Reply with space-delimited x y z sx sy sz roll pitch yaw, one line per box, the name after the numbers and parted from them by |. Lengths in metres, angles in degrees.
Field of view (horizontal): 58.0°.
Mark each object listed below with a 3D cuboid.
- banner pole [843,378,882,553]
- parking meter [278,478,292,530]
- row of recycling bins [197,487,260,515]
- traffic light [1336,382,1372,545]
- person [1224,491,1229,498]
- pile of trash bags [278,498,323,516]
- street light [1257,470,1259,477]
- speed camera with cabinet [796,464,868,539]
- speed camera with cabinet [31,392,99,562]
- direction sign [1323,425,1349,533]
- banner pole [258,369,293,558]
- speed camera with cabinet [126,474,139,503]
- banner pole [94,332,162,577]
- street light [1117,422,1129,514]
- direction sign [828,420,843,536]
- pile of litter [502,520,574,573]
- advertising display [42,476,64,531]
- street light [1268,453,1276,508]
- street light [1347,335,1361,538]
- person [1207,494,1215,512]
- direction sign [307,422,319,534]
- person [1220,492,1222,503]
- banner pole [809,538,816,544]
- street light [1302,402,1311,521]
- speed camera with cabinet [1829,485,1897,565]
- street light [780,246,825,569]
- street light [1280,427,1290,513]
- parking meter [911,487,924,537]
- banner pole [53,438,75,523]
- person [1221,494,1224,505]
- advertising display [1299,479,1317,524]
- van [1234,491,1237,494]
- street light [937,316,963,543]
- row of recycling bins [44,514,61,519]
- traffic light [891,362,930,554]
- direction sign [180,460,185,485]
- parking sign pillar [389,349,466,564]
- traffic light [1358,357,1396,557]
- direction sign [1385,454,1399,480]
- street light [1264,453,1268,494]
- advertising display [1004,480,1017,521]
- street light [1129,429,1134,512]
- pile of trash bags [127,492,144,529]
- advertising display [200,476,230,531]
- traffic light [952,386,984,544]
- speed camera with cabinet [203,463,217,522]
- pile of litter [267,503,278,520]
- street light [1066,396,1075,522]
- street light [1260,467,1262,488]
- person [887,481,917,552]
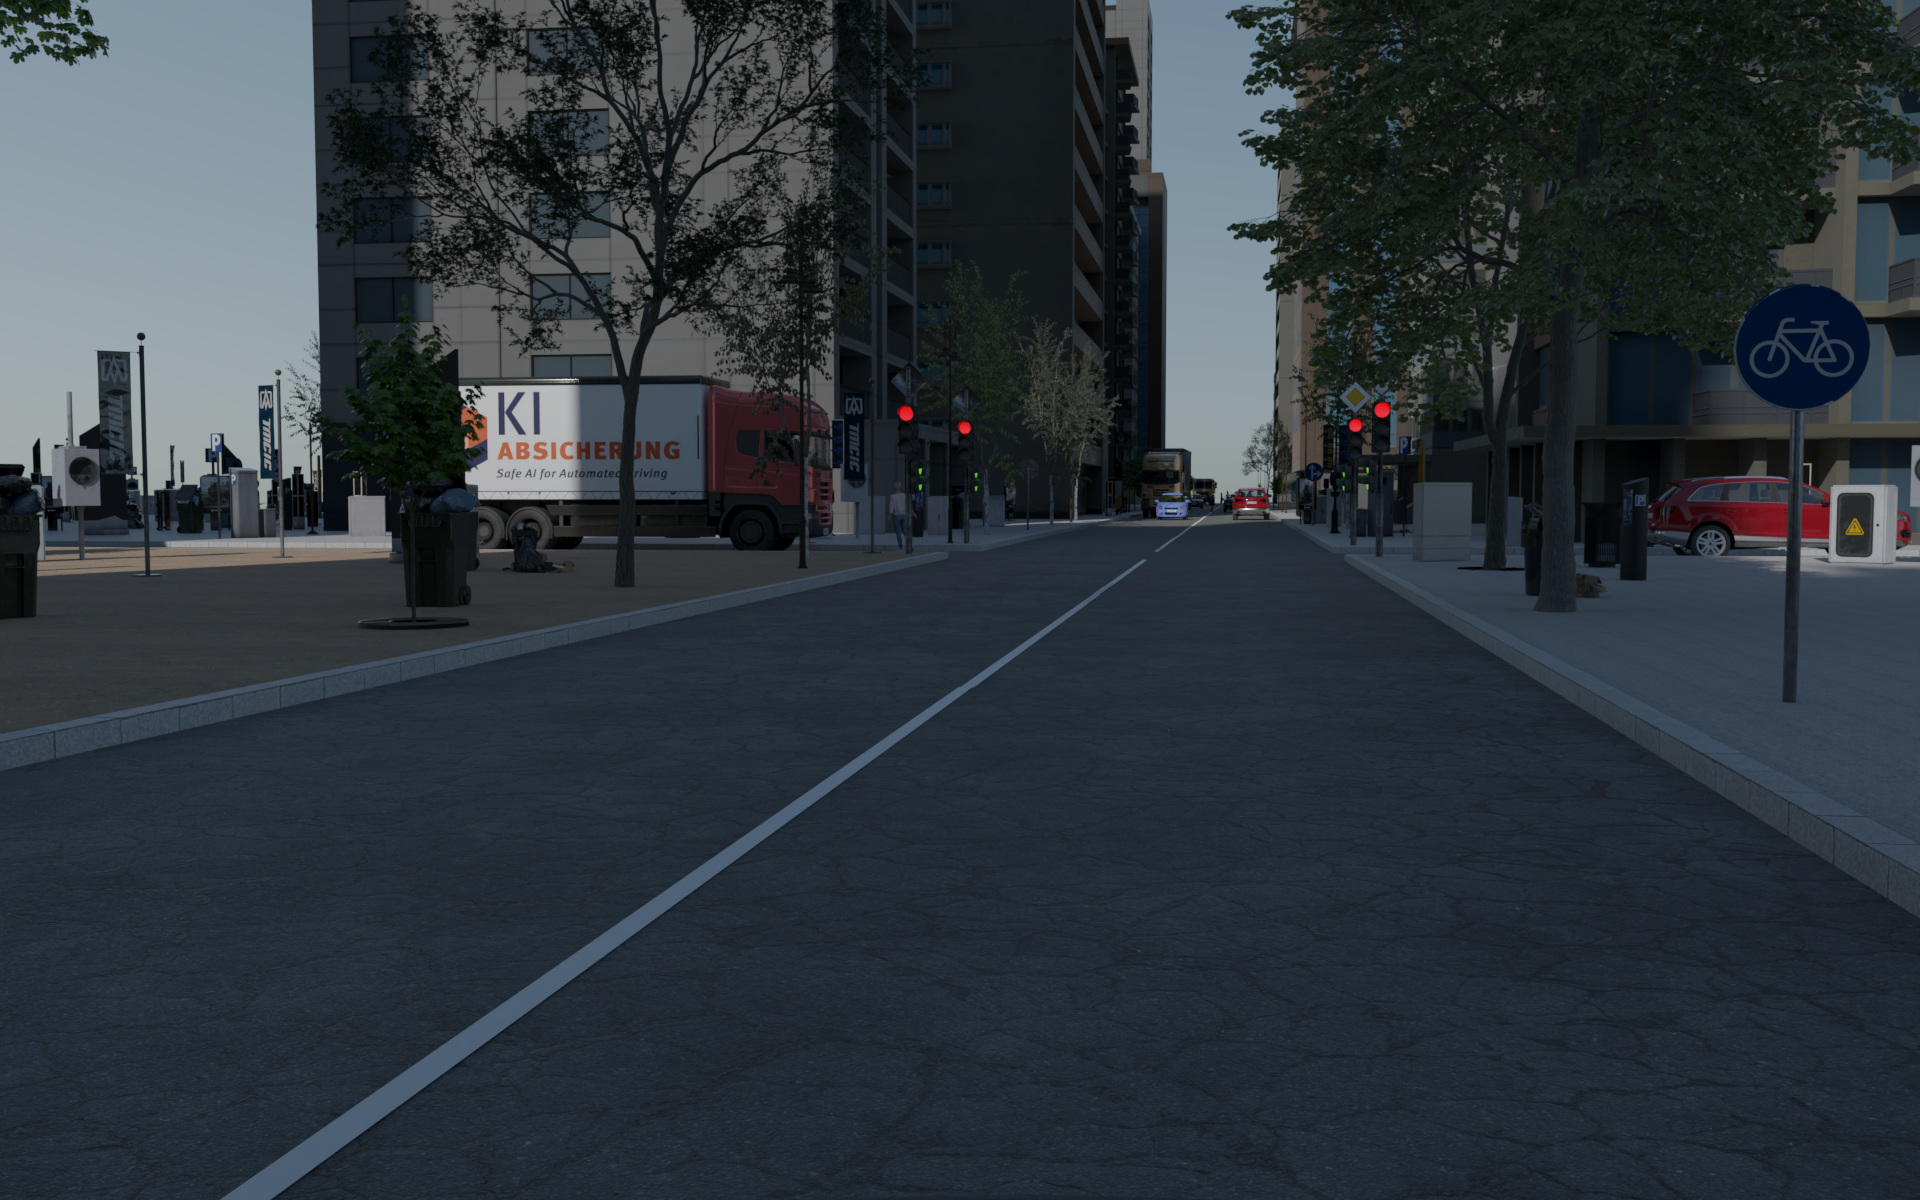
-2.130 -2.905 37.511 0.863 3.779 0.401 1 4 8 | banner pole
-24.028 -3.423 61.674 0.255 1.863 0.399 3 4 38 | parking meter
-41.512 -5.569 98.169 3.534 1.692 1.069 -3 5 -42 | row of recycling bins
9.828 -3.323 43.252 0.839 4.253 0.868 1 4 9 | traffic light
31.350 -11.913 203.282 0.705 1.822 1.348 -1 4 -18 | person
-44.575 -6.524 116.419 1.912 1.369 3.447 1 4 21 | pile of trash bags
41.967 -16.450 241.736 0.468 5.910 1.993 1 4 9 | street light
-3.696 -3.388 49.730 2.038 3.252 0.660 -1 4 -20 | speed camera with cabinet
-17.467 -2.356 32.856 0.660 3.252 2.038 3 4 38 | speed camera with cabinet
12.328 -3.965 56.821 0.876 3.537 0.379 0 4 -5 | direction sign
-13.867 -2.748 34.950 0.863 3.779 0.401 2 4 31 | banner pole
-49.046 -6.525 101.017 2.038 3.252 0.660 -2 4 -28 | speed camera with cabinet
-12.859 -2.248 26.775 0.863 3.779 0.401 -2 4 -35 | banner pole
10.357 -8.471 111.281 0.468 5.910 1.993 1 4 9 | street light
-4.012 -3.737 53.098 0.876 3.537 0.379 0 4 -4 | direction sign
-7.007 -0.907 28.797 1.176 0.858 1.719 -1 4 -16 | pile of litter
-31.779 -3.388 60.612 0.974 1.923 0.123 1 4 21 | advertising display
28.681 -11.347 158.304 0.468 5.910 1.993 1 4 9 | street light
11.430 -4.743 50.333 0.468 5.910 1.993 1 4 9 | street light
20.182 -7.808 139.401 0.697 1.427 0.421 -1 4 -16 | person
-20.607 -3.855 55.023 0.379 3.537 0.876 -1 4 -18 | direction sign
39.970 -15.618 264.654 0.445 1.727 0.742 0 4 8 | person
-4.012 -3.376 45.220 0.401 3.779 0.863 -1 4 -15 | banner pole
16.643 -6.763 83.365 0.468 5.910 1.993 1 4 9 | street light
16.949 -2.266 31.388 0.660 3.252 2.038 -3 5 -42 | speed camera with cabinet
-2.715 -3.481 29.703 0.468 5.910 1.993 1 4 9 | street light
23.358 -9.327 125.290 0.468 5.910 1.993 1 4 9 | street light
-1.278 -2.642 51.603 0.372 1.533 0.369 0 3 0 | parking meter
-39.854 -5.320 76.991 0.401 3.779 0.863 2 4 30 | banner pole
35.451 -13.592 233.958 0.599 1.433 0.991 0 4 -5 | person
14.749 -4.175 73.476 0.123 1.923 0.974 -2 4 -32 | advertising display
41.414 -15.309 257.314 2.013 2.044 4.112 1 4 9 | van
-0.256 -4.422 45.090 0.468 5.910 1.993 1 4 9 | street light
-46.338 -5.051 89.701 1.069 1.692 3.534 3 5 41 | row of recycling bins
-1.074 -2.934 36.886 0.839 4.253 0.868 1 4 9 | traffic light
-52.344 -7.623 116.633 0.379 3.537 0.876 -1 4 -9 | direction sign
-9.967 -2.689 32.431 1.447 3.967 1.447 0 4 4 | parking sign pillar
8.568 -2.841 35.367 0.839 4.253 0.868 1 4 9 | traffic light
24.274 -6.433 97.169 0.876 3.537 0.379 2 4 34 | direction sign
34.036 -13.407 191.991 0.468 5.910 1.993 1 4 9 | street light
2.363 -4.679 81.715 0.123 1.923 0.974 2 4 33 | advertising display
11.828 -9.046 120.691 0.468 5.910 1.993 1 4 9 | street light
-31.409 -3.358 64.660 1.912 1.369 3.447 -1 4 -19 | pile of trash bags
-26.173 -3.405 60.882 0.974 1.923 0.123 -2 4 -28 | advertising display
0.186 -3.416 44.772 0.839 4.253 0.868 1 4 9 | traffic light
-34.167 -5.172 78.893 0.660 3.252 2.038 -1 4 -22 | speed camera with cabinet
-33.863 -4.318 84.572 1.176 0.858 1.719 0 4 -5 | pile of litter
5.032 -6.451 78.267 0.468 5.910 1.993 1 4 9 | street light
36.649 -14.396 208.155 0.468 5.910 1.993 1 4 9 | street light
-1.335 -2.021 42.208 0.731 1.740 0.598 -3 5 -44 | person
